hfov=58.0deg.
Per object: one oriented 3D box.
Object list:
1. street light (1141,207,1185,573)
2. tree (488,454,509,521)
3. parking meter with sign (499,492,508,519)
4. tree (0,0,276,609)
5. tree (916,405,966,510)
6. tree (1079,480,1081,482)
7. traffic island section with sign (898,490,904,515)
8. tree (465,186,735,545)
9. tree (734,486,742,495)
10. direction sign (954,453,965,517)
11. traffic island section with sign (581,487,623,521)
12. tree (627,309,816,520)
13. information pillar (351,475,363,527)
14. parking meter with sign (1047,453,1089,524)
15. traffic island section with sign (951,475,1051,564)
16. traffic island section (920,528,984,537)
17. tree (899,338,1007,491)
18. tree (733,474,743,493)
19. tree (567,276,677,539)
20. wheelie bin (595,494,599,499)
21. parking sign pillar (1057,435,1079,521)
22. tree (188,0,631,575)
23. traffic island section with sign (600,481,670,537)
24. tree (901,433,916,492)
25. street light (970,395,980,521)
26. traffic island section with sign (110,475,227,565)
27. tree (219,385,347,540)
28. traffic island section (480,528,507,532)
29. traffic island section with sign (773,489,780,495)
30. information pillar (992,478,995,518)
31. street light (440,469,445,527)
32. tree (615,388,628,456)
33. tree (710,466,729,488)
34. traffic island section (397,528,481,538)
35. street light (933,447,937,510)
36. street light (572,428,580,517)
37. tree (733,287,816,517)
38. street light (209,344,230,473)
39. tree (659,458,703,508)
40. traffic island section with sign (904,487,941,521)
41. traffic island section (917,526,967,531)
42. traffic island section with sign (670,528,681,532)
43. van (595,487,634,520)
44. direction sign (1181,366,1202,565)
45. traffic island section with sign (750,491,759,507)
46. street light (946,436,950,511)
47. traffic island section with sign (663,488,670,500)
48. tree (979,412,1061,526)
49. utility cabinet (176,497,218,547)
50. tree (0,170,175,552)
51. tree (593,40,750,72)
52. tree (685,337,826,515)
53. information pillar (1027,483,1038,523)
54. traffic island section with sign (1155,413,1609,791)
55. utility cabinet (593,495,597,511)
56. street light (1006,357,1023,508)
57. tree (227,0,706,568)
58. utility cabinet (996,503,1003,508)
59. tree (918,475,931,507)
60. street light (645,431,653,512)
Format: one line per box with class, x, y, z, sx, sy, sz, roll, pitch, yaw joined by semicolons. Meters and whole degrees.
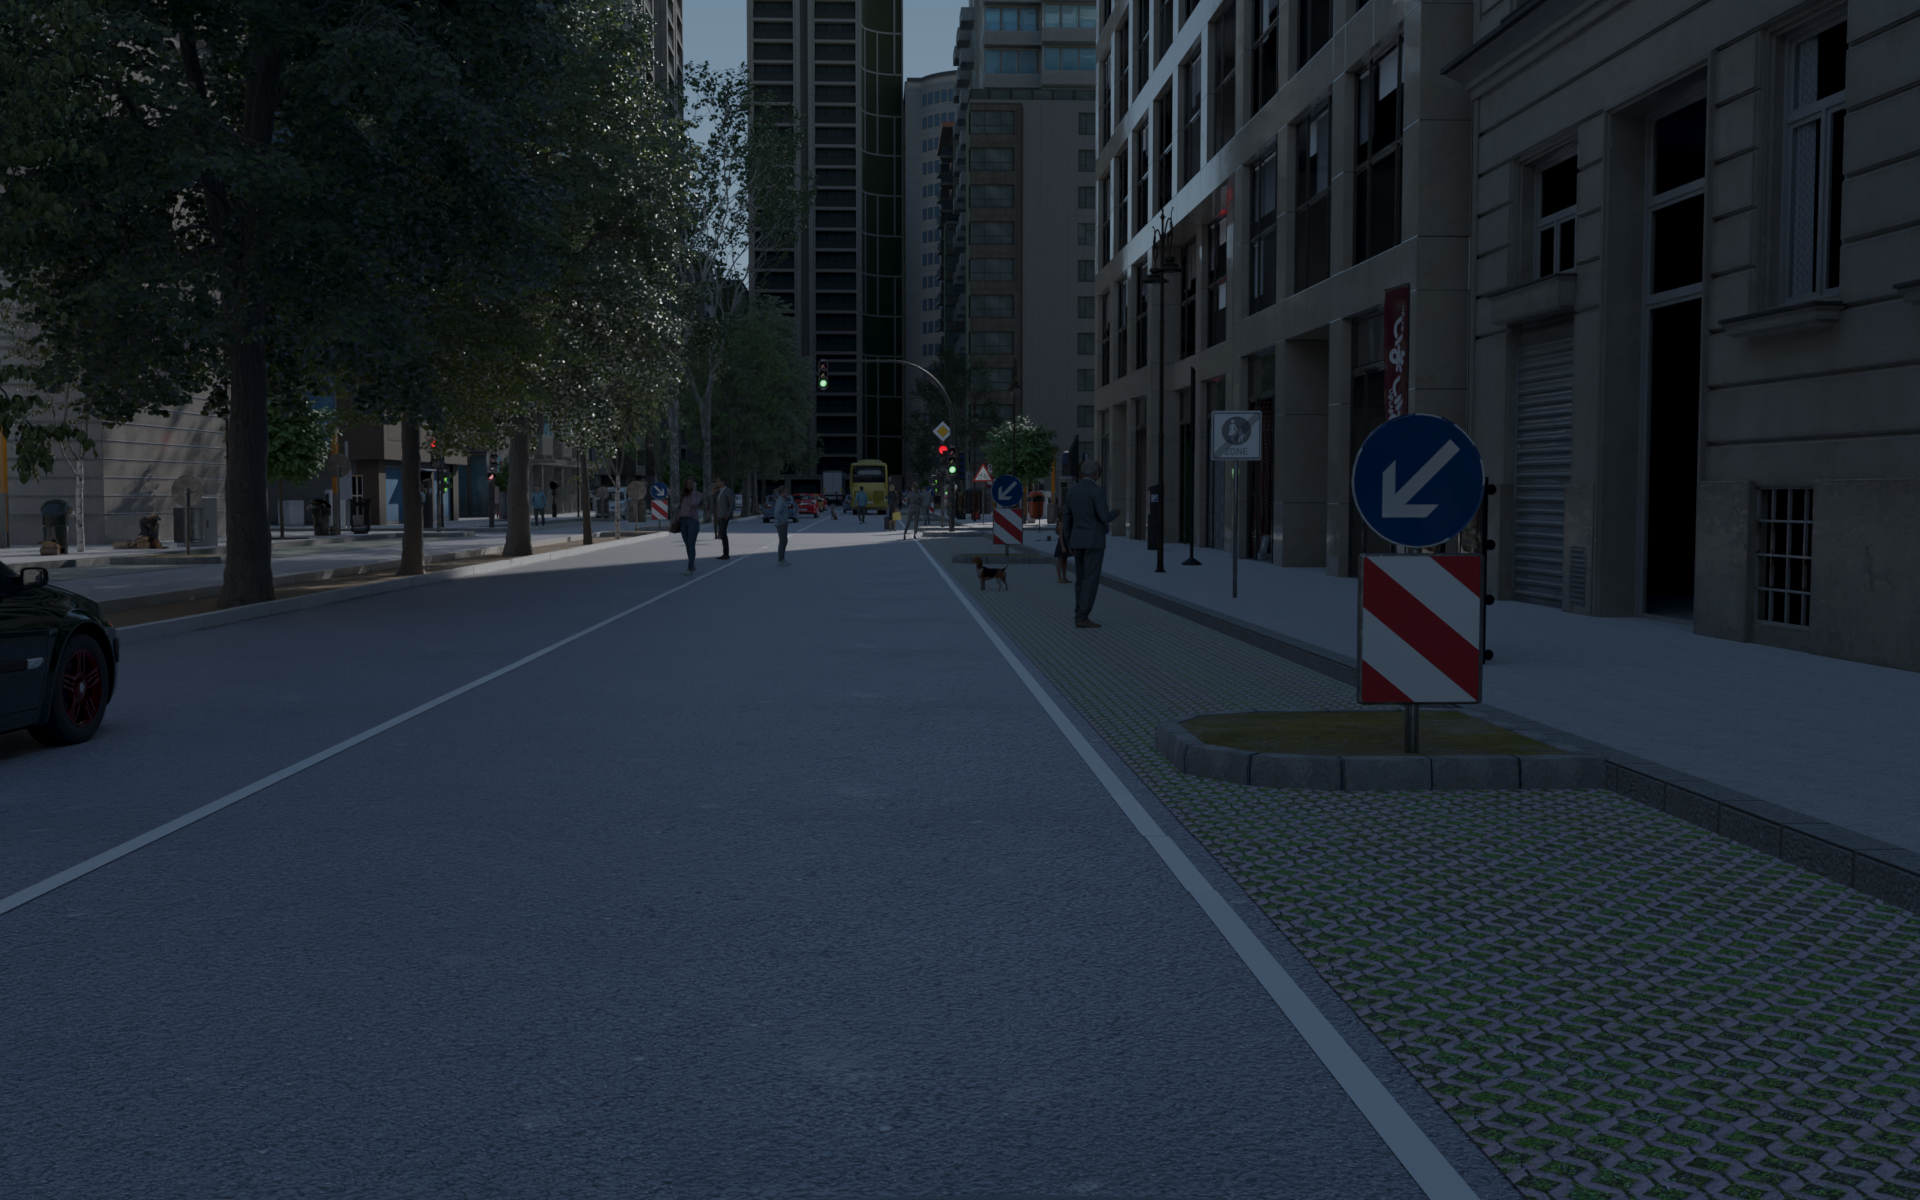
street light;3.283;-3.390;28.220;0.468;5.910;1.993;0;4;-3
tree;-21.819;-5.442;83.578;1.663;3.219;1.824;0;3;0
parking meter with sign;-23.319;-5.676;89.060;1.738;3.016;0.543;-3;5;-41
tree;-8.945;-6.866;21.369;9.857;13.997;8.962;0;3;0
tree;-0.849;-11.459;137.712;4.360;8.622;3.978;0;3;0
tree;7.737;-7.647;119.629;1.663;3.219;1.824;0;3;0
traffic island section with sign;-3.085;-6.737;118.777;1.989;1.847;2.006;0;4;-3
tree;-10.465;-6.845;48.784;8.767;10.594;7.601;0;4;-3
tree;-27.406;-13.344;212.774;1.663;3.219;1.824;0;3;0
direction sign;-0.126;-6.346;95.760;0.876;3.537;0.379;2;4;26
traffic island section with sign;-18.770;-5.038;90.995;1.989;1.847;2.006;0;4;-3
tree;-12.676;-10.259;95.954;9.928;11.665;9.643;0;3;0
information pillar;-23.542;-3.863;67.653;0.304;2.012;0.304;2;4;26
parking meter with sign;4.592;-4.771;74.260;1.738;3.016;0.543;1;4;23
traffic island section with sign;0.827;-1.685;36.184;1.989;1.847;2.006;0;4;-3
traffic island section;-0.262;-2.248;59.039;2.009;0.180;2.903;0;4;-3
tree;-0.213;-10.396;104.381;7.601;10.594;8.767;0;4;-2
tree;-27.416;-13.792;209.217;4.285;4.588;4.351;0;3;0
tree;-10.887;-6.243;54.900;4.360;8.622;3.978;0;3;0
wheelie bin;-21.590;-5.921;104.708;0.980;1.594;0.693;0;4;0
parking sign pillar;4.964;-5.472;77.937;1.447;3.967;1.447;1;4;20
tree;-9.780;-6.728;30.585;7.486;12.596;7.792;0;3;0
traffic island section with sign;-11.056;-3.097;58.769;2.006;1.907;1.989;0;4;-3
tree;-4.278;-14.384;185.545;4.360;8.622;3.978;0;3;0
street light;0.688;-6.623;81.074;0.468;5.910;1.993;0;4;-3
traffic island section with sign;-16.145;-1.661;35.791;1.989;1.847;2.006;0;4;-3
tree;-19.267;-4.013;49.332;4.285;4.588;4.351;0;3;0
traffic island section;-17.912;-2.687;66.205;2.009;0.180;2.903;0;4;-3
traffic island section with sign;-14.961;-8.140;141.222;2.006;1.907;1.989;0;4;-3
information pillar;2.013;-6.283;94.087;0.504;3.616;0.183;-2;4;-34
street light;-19.955;-5.738;66.600;0.468;5.910;1.993;0;4;-3
tree;-23.525;-12.834;135.586;9.928;11.665;9.643;0;3;0
tree;-24.689;-10.983;163.289;4.285;4.588;4.351;0;3;0
traffic island section;-17.535;-2.199;58.229;2.009;0.180;2.903;0;4;-3
street light;-2.085;-10.304;141.257;0.468;5.910;1.993;0;4;-3
street light;-21.295;-7.565;96.481;0.468;5.910;1.993;0;4;-3
tree;-13.266;-12.085;106.709;9.857;13.997;8.962;0;3;0
street light;-18.999;-4.410;44.894;0.468;5.910;1.993;0;4;-3
tree;-23.963;-9.976;146.828;4.285;4.588;4.351;0;3;0
traffic island section with sign;-1.816;-5.090;91.852;1.989;1.847;2.006;0;4;-3
traffic island section;-0.640;-2.736;67.015;2.009;0.180;2.903;0;4;-3
traffic island section with sign;-11.397;-3.549;66.168;2.006;1.907;1.989;0;4;-3
van;-19.236;-5.477;96.565;2.013;2.044;4.112;0;4;-2
direction sign;4.189;-2.399;31.219;0.379;3.537;0.876;1;4;11
traffic island section with sign;-23.692;-11.411;195.200;1.989;1.847;2.006;0;4;-3
street light;-0.716;-8.468;111.239;0.468;5.910;1.993;0;4;-3
traffic island section with sign;-20.107;-6.768;119.277;1.989;1.847;2.006;0;4;-3
tree;2.397;-5.225;69.145;4.285;4.588;4.351;0;3;0
utility cabinet;-18.644;-1.906;42.329;0.306;1.237;1.020;2;4;24
tree;-19.507;-5.380;38.333;4.360;8.622;3.978;0;3;0
tree;-12.936;-13.018;71.189;12.611;20.169;13.585;0;3;0
tree;-13.904;-12.069;116.798;9.611;12.733;9.660;0;3;0
information pillar;3.116;-4.352;75.642;0.304;2.012;0.304;1;4;18
traffic island section with sign;2.105;-0.039;9.259;1.989;1.847;2.006;0;4;-3
utility cabinet;-27.194;-7.229;129.363;0.306;1.237;1.020;0;4;0
street light;1.837;-5.252;58.659;0.468;5.910;1.993;0;4;-3
tree;-10.236;-7.987;39.703;9.857;13.997;8.962;0;3;0
utility cabinet;1.913;-4.497;84.685;0.306;1.237;1.020;0;4;-1
tree;-3.526;-11.153;176.959;1.663;3.219;1.824;0;3;0
street light;-22.783;-9.442;127.165;0.468;5.910;1.993;0;4;-3
